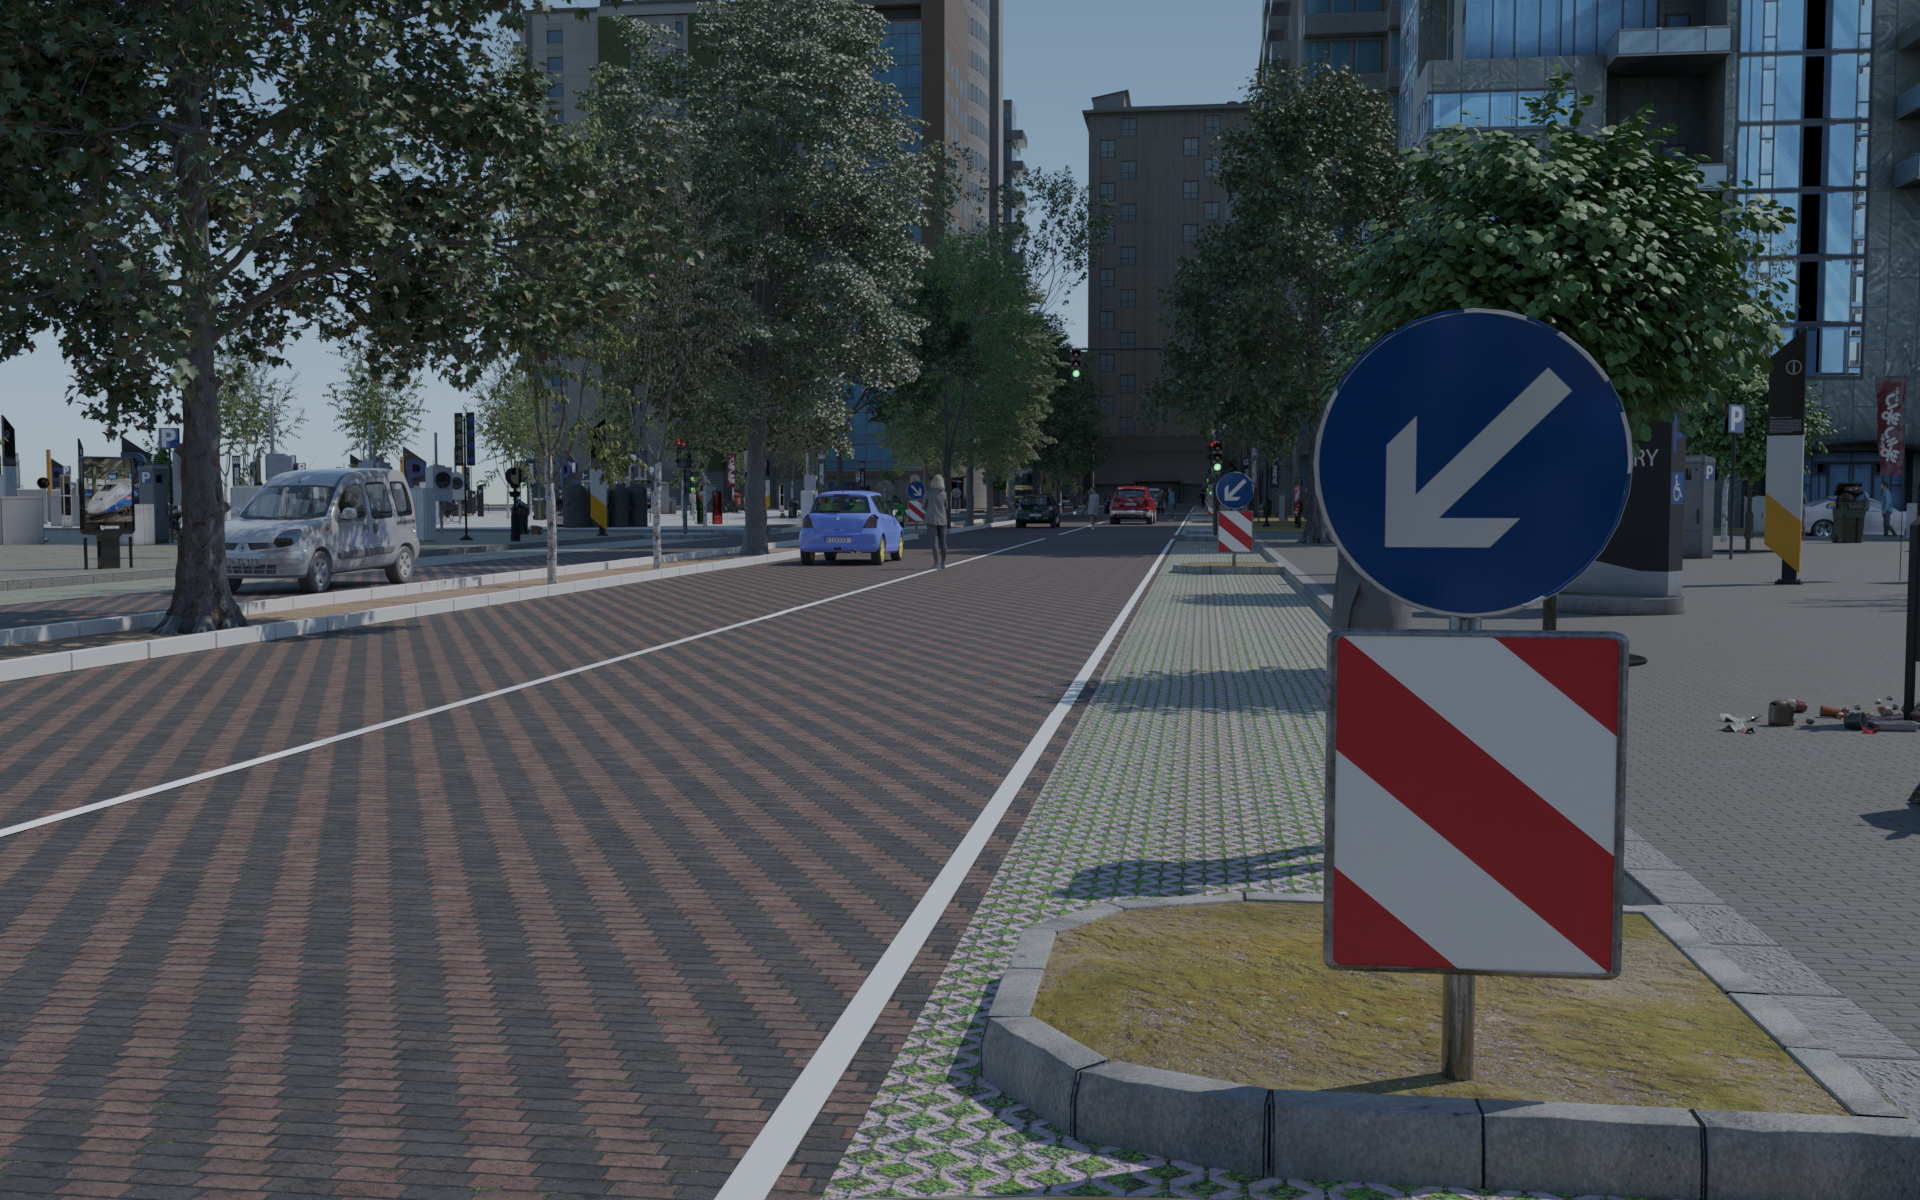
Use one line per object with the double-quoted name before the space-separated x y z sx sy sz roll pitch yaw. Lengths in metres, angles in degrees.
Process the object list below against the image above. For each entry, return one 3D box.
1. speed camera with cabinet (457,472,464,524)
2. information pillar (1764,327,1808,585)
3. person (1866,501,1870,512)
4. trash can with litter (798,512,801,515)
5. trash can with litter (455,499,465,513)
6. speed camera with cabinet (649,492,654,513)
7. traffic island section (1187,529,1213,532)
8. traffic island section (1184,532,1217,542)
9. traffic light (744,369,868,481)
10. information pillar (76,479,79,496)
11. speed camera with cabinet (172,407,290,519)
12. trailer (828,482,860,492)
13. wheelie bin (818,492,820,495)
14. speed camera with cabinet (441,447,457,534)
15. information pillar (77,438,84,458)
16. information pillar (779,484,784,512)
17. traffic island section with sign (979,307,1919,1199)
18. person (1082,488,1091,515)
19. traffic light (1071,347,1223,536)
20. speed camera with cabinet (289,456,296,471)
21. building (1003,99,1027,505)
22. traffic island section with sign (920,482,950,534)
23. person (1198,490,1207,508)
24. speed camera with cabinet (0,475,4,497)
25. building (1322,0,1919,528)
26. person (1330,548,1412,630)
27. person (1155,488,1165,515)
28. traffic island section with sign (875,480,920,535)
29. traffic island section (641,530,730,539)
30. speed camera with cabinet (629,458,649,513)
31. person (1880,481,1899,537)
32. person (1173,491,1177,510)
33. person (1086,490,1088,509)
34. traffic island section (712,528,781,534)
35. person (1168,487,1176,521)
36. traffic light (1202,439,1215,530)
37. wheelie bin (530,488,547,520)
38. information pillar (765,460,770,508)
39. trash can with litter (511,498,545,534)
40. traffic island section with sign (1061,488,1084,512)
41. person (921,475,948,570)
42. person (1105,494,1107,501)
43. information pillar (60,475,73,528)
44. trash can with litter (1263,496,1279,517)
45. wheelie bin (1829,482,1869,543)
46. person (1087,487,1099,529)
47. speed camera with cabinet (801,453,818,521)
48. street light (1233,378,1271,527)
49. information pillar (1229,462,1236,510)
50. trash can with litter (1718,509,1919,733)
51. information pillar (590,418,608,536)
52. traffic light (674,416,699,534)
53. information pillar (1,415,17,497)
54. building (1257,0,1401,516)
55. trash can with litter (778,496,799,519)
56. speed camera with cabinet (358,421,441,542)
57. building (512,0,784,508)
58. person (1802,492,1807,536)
"speed camera with cabinet" -21.864 -4.793 72.695 2.038 3.252 0.660 -1 4 -21
"information pillar" 11.715 -2.031 24.554 0.504 3.616 0.183 3 4 36
"person" 27.370 -2.693 52.871 0.623 1.781 0.721 -2 4 -33
"trash can with litter" -8.856 -5.670 103.763 2.233 1.210 1.678 1 4 15
"trash can with litter" -30.690 -5.862 107.227 0.624 1.170 1.055 2 4 34
"speed camera with cabinet" -20.929 -7.491 116.818 0.660 3.252 2.038 2 4 27
"traffic island section" 9.050 -2.394 61.426 2.009 0.180 2.903 0 4 8
"traffic island section" 7.943 -1.911 53.518 2.009 0.180 2.903 0 4 8
"traffic light" -5.655 -5.426 63.383 4.771 5.953 1.251 0 4 8
"information pillar" -41.737 -4.753 82.203 0.304 2.012 0.304 -3 4 -36
"speed camera with cabinet" -14.783 -2.491 35.066 2.038 3.252 0.660 -1 4 -14
"trailer" -5.531 -4.518 80.918 1.471 1.999 3.904 0 4 8
"wheelie bin" -10.128 -6.875 120.320 0.980 1.594 0.693 2 4 28
"speed camera with cabinet" -17.157 -3.704 54.903 2.038 3.252 0.660 -3 5 -42
"information pillar" -36.971 -4.987 72.888 0.183 3.616 0.504 -1 4 -10
"information pillar" -12.754 -7.297 123.802 0.304 2.012 0.304 -1 4 -20
"traffic island section with sign" 1.094 0.253 4.493 1.989 1.847 2.006 0 4 8
"person" 8.727 -6.690 117.848 0.822 1.834 0.622 1 4 22
"traffic light" 5.821 -4.825 53.558 4.771 5.953 1.251 0 4 8
"speed camera with cabinet" -15.307 -2.726 38.904 0.660 3.252 2.038 -1 4 -16
"building" -7.835 -35.610 201.832 30.456 49.044 23.786 0 4 8
"traffic island section with sign" -1.470 -3.328 62.551 2.006 1.907 1.989 0 4 8
"person" 23.291 -9.641 165.757 1.348 1.869 0.705 3 4 38
"speed camera with cabinet" -45.021 -5.409 82.777 0.660 3.252 2.038 1 4 21
"building" 30.433 -46.294 69.581 31.000 86.520 22.319 0 4 8
"person" 1.663 0.095 6.745 0.447 1.846 0.655 0 4 1
"person" 13.813 -6.802 119.625 0.656 1.842 0.836 0 4 -6
"traffic island section with sign" -2.507 -2.880 55.217 2.006 1.907 1.989 0 4 8
"traffic island section" -8.884 -2.054 55.870 2.009 0.180 2.903 0 4 8
"speed camera with cabinet" -18.275 -6.155 94.973 2.038 3.252 0.660 -1 4 -9
"person" 28.389 -2.717 52.936 0.620 1.820 0.660 2 4 25
"person" 19.838 -9.222 160.206 0.541 1.710 0.530 -2 4 -35
"person" 12.245 -9.652 166.389 0.705 1.814 1.350 0 4 0
"traffic island section" -7.777 -2.538 63.778 2.009 0.180 2.903 0 4 8
"person" 11.199 -5.057 91.526 0.444 1.785 0.601 2 4 32
"traffic light" 9.012 -4.428 61.317 0.839 4.253 0.868 0 4 8
"wheelie bin" -20.891 -4.786 86.165 0.980 1.594 0.693 0 4 6
"information pillar" -11.582 -6.835 103.111 0.504 3.616 0.183 0 4 -5
"trash can with litter" -13.771 -2.682 55.236 1.055 1.170 0.624 0 4 6
"traffic island section with sign" 8.939 -7.880 136.968 2.006 1.907 1.989 0 4 8
"person" -0.499 -1.491 33.058 0.537 1.800 0.526 -1 4 -17
"person" 15.069 -10.215 178.767 0.557 1.426 1.065 1 4 18
"information pillar" -34.327 -3.794 66.521 0.304 2.012 0.304 3 5 43
"trash can with litter" 17.763 -5.337 98.648 1.055 1.170 0.624 1 4 13
"wheelie bin" 23.398 -2.300 45.508 0.980 1.594 0.693 0 4 -2
"person" 5.417 -3.752 70.592 0.466 1.731 0.760 0 4 -4
"speed camera with cabinet" -7.184 -5.401 82.639 0.660 3.252 2.038 0 4 2
"street light" 11.438 -5.811 67.556 1.470 5.913 1.316 0 4 8
"information pillar" 19.237 -8.003 122.205 0.504 3.616 0.183 0 4 7
"trash can with litter" 5.174 0.078 9.776 2.233 1.210 1.678 -1 4 -12
"information pillar" -11.055 -3.771 53.011 0.504 3.616 0.183 -1 4 -16
"traffic light" -8.846 -4.086 55.729 0.839 4.253 0.868 0 4 8
"information pillar" -28.277 -3.679 51.513 0.183 3.616 0.504 1 4 10
"building" 31.245 -30.182 113.080 23.786 49.044 30.456 0 4 8
"trash can with litter" -8.990 -4.847 90.635 1.055 1.170 0.624 -1 4 -16
"speed camera with cabinet" -15.341 -3.234 47.209 2.038 3.252 0.660 1 4 15
"building" -37.418 -40.667 206.897 28.212 58.520 21.231 0 4 8
"person" 25.962 -2.738 53.613 0.599 1.781 0.374 -1 4 -12
